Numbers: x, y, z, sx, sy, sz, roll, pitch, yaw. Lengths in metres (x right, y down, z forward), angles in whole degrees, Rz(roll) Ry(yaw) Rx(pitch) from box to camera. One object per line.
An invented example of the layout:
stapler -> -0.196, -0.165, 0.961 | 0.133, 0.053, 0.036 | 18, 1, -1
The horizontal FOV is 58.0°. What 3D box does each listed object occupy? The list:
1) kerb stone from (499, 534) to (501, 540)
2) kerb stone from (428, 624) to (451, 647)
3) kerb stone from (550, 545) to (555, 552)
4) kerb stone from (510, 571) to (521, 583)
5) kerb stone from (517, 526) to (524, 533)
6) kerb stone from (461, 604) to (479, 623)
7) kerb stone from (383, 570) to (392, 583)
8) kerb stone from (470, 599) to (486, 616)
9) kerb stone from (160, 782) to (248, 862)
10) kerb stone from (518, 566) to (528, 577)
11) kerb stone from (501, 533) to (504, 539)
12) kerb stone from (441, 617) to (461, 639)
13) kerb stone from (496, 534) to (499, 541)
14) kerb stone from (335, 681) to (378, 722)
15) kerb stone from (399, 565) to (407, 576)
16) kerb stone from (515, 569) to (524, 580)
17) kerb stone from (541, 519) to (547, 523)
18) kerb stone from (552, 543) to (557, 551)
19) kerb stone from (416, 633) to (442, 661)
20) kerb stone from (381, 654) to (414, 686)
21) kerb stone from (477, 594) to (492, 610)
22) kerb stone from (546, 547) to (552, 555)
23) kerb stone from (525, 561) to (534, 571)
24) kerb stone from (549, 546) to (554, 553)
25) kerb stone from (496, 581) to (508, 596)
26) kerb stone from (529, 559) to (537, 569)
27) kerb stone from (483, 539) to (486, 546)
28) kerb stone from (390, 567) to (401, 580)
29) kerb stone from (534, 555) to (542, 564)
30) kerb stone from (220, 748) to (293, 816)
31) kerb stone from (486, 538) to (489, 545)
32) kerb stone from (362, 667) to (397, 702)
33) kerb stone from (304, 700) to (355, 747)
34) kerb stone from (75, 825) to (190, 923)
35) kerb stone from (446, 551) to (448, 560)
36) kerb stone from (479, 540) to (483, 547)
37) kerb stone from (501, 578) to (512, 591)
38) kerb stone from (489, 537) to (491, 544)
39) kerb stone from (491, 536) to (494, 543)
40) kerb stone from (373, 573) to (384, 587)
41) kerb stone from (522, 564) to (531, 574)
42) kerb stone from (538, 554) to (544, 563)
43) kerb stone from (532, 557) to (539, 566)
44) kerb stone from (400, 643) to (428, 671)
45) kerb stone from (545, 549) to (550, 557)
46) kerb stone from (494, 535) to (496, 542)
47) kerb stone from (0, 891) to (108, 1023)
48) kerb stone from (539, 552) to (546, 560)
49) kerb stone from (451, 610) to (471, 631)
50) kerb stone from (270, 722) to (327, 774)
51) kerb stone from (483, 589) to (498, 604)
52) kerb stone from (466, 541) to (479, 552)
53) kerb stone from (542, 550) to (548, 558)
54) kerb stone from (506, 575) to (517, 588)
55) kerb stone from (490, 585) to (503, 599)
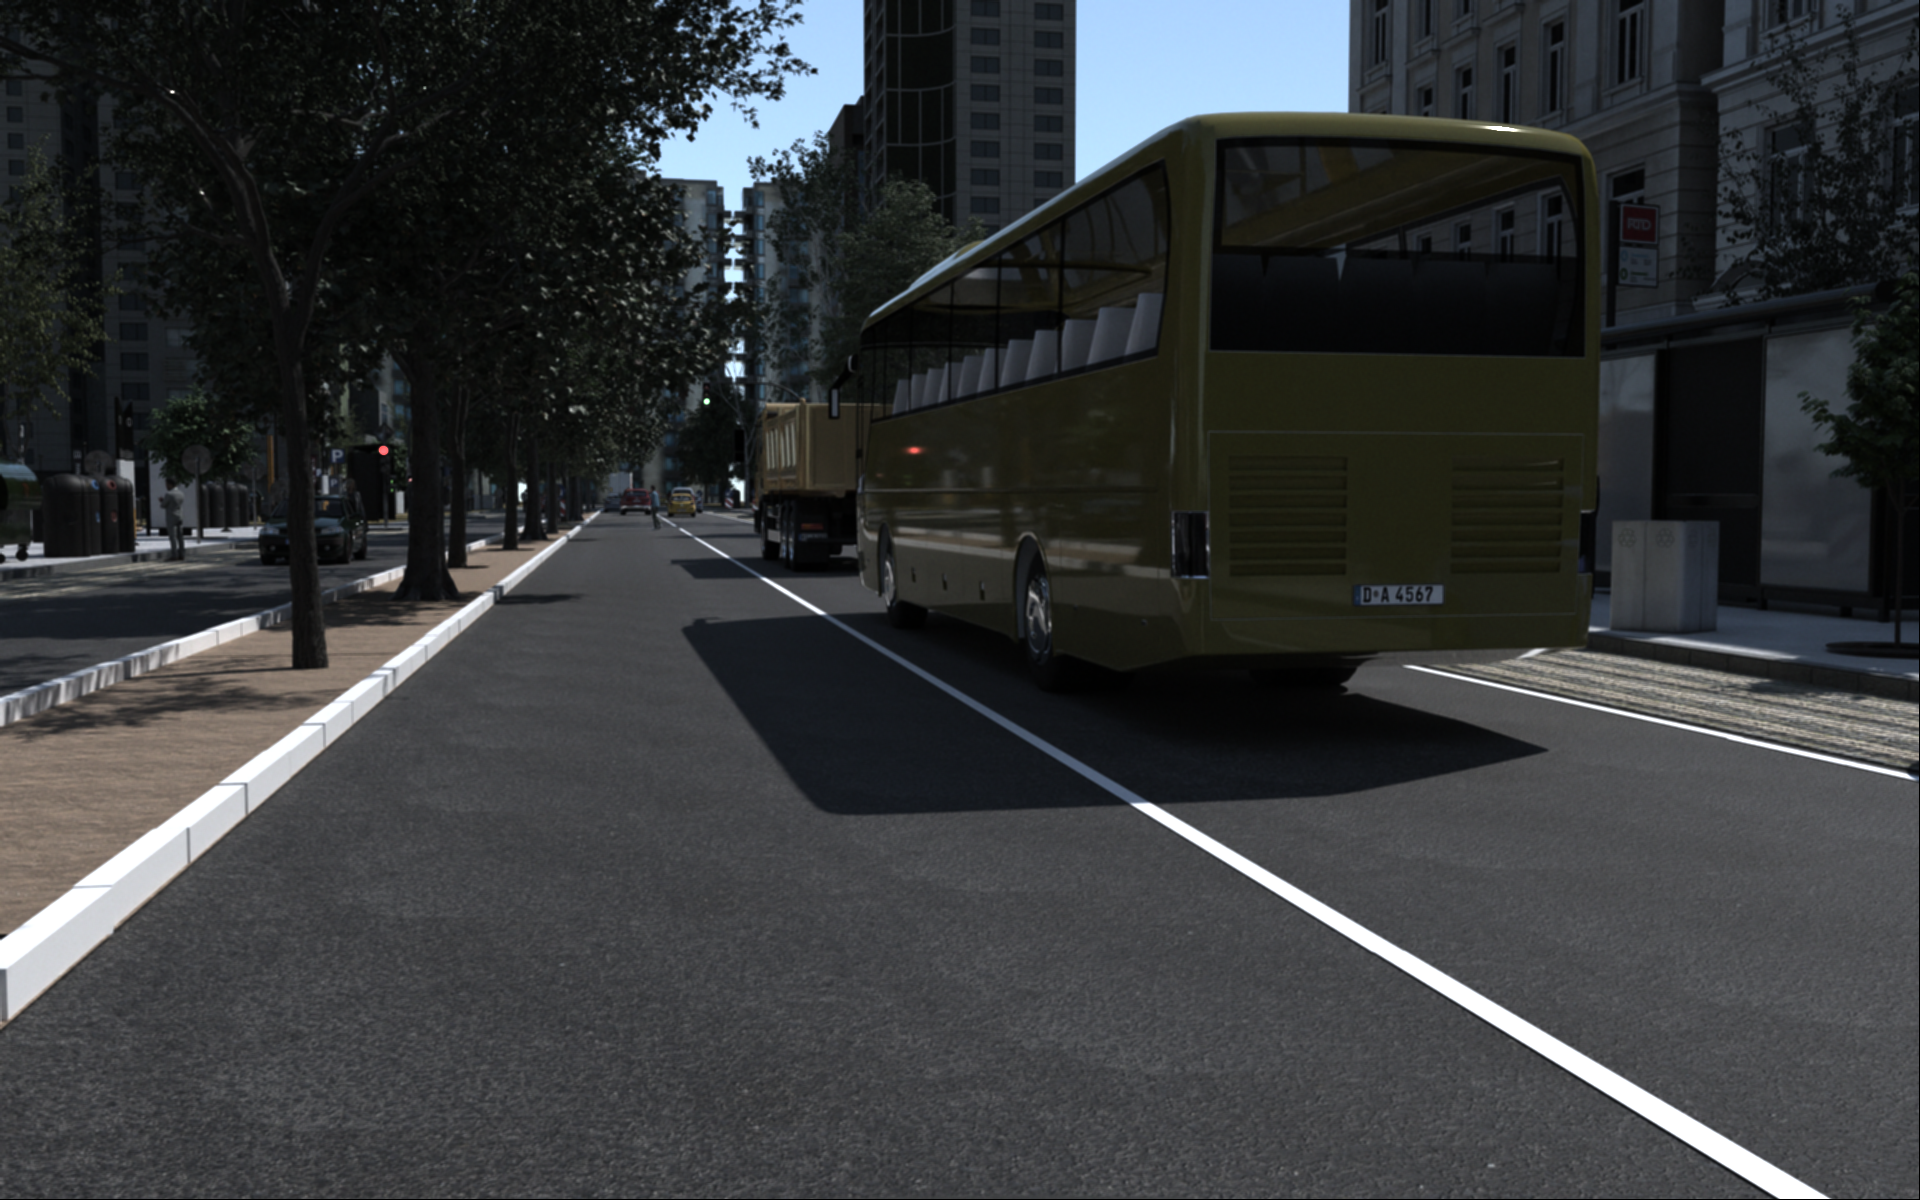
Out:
kerb stone -> -14.210, -1.885, 53.011 | 0.120, 0.150, 1.000 | -1, 4, -11
kerb stone -> -4.906, 0.364, 16.243 | 0.120, 0.150, 1.000 | -1, 4, -11
kerb stone -> -9.809, -1.174, 41.388 | 0.120, 0.150, 1.000 | -1, 4, -11
kerb stone -> -7.055, -0.312, 27.299 | 0.120, 0.150, 1.000 | -1, 4, -11
kerb stone -> -16.965, -2.745, 67.079 | 0.120, 0.150, 1.000 | -1, 4, -11
kerb stone -> -5.485, 0.180, 19.258 | 0.120, 0.150, 1.000 | -1, 4, -11
kerb stone -> -9.311, -0.342, 27.867 | 0.120, 0.150, 1.000 | -1, 4, -11
kerb stone -> -5.682, 0.120, 20.266 | 0.120, 0.150, 1.000 | -1, 4, -11
kerb stone -> -3.128, 0.923, 7.166 | 0.120, 0.150, 1.000 | -1, 4, -11
kerb stone -> -7.453, -0.436, 29.321 | 0.120, 0.150, 1.000 | -1, 4, -11
kerb stone -> -14.411, -1.946, 54.013 | 0.120, 0.150, 1.000 | -1, 4, -11
kerb stone -> -5.099, 0.303, 17.246 | 0.120, 0.150, 1.000 | -1, 4, -11
kerb stone -> -14.020, -1.823, 52.007 | 0.120, 0.150, 1.000 | -1, 4, -11
kerb stone -> -3.915, 0.672, 11.205 | 0.120, 0.150, 1.000 | -1, 4, -11
kerb stone -> -9.705, -0.467, 29.873 | 0.120, 0.150, 1.000 | -1, 4, -11
kerb stone -> -7.255, -0.374, 28.318 | 0.120, 0.150, 1.000 | -1, 4, -11
kerb stone -> -20.797, -3.950, 86.770 | 0.120, 0.150, 1.000 | -1, 4, -11
kerb stone -> -10.000, -1.235, 42.392 | 0.120, 0.150, 1.000 | -1, 4, -11
kerb stone -> -4.700, 0.429, 15.242 | 0.120, 0.150, 1.000 | -1, 4, -11
kerb stone -> -4.307, 0.550, 13.215 | 0.120, 0.150, 1.000 | -1, 4, -11
kerb stone -> -5.875, 0.057, 21.270 | 0.120, 0.150, 1.000 | -1, 4, -11
kerb stone -> -9.414, -1.051, 39.375 | 0.120, 0.150, 1.000 | -1, 4, -11
kerb stone -> -7.839, -0.559, 31.328 | 0.120, 0.150, 1.000 | -1, 4, -11
kerb stone -> -9.611, -1.112, 40.381 | 0.120, 0.150, 1.000 | -1, 4, -11
kerb stone -> -6.464, -0.128, 24.290 | 0.120, 0.150, 1.000 | -1, 4, -11
kerb stone -> -8.036, -0.619, 32.331 | 0.120, 0.150, 1.000 | -1, 4, -11
kerb stone -> -13.030, -1.516, 46.988 | 0.120, 0.150, 1.000 | -1, 4, -11
kerb stone -> -9.491, -0.408, 28.873 | 0.120, 0.150, 1.000 | -1, 4, -11
kerb stone -> -8.431, -0.743, 34.351 | 0.120, 0.150, 1.000 | -1, 4, -11
kerb stone -> -3.322, 0.857, 8.180 | 0.120, 0.150, 1.000 | -1, 4, -11
kerb stone -> -13.235, -1.577, 47.991 | 0.120, 0.150, 1.000 | -1, 4, -11
kerb stone -> -4.113, 0.614, 12.208 | 0.120, 0.150, 1.000 | -1, 4, -11
kerb stone -> -3.717, 0.735, 10.196 | 0.120, 0.150, 1.000 | -1, 4, -11
kerb stone -> -2.936, 0.981, 6.162 | 0.120, 0.150, 1.000 | -1, 4, -11
kerb stone -> -11.467, -1.015, 38.924 | 0.120, 0.150, 1.000 | -1, 4, -11
kerb stone -> -12.841, -1.453, 45.975 | 0.120, 0.150, 1.000 | -1, 4, -11
kerb stone -> -6.667, -0.189, 25.292 | 0.120, 0.150, 1.000 | -1, 4, -11
kerb stone -> -13.429, -1.639, 48.999 | 0.120, 0.150, 1.000 | -1, 4, -11
kerb stone -> -13.623, -1.701, 50.002 | 0.120, 0.150, 1.000 | -1, 4, -11
kerb stone -> -9.107, -0.286, 26.866 | 0.120, 0.150, 1.000 | -1, 4, -11
kerb stone -> -7.651, -0.497, 30.323 | 0.120, 0.150, 1.000 | -1, 4, -11
kerb stone -> -8.637, -0.805, 35.359 | 0.120, 0.150, 1.000 | -1, 4, -11
kerb stone -> -8.238, -0.677, 33.344 | 0.120, 0.150, 1.000 | -1, 4, -11
kerb stone -> -4.506, 0.492, 14.223 | 0.120, 0.150, 1.000 | -1, 4, -11
kerb stone -> -9.222, -0.989, 38.371 | 0.120, 0.150, 1.000 | -1, 4, -11
kerb stone -> -13.829, -1.762, 51.003 | 0.120, 0.150, 1.000 | -1, 4, -11
kerb stone -> -2.731, 1.042, 5.161 | 0.120, 0.150, 1.000 | -1, 4, -11
kerb stone -> -8.822, -0.867, 36.364 | 0.120, 0.150, 1.000 | -1, 4, -11
kerb stone -> -5.289, 0.241, 18.255 | 0.120, 0.150, 1.000 | -1, 4, -11
kerb stone -> -3.524, 0.805, 9.191 | 0.120, 0.150, 1.000 | -1, 4, -11
kerb stone -> -6.078, -0.005, 22.271 | 0.120, 0.150, 1.000 | -1, 4, -11
kerb stone -> -12.647, -1.389, 44.969 | 0.120, 0.150, 1.000 | -1, 4, -11
kerb stone -> -9.025, -0.928, 37.368 | 0.120, 0.150, 1.000 | -1, 4, -11
kerb stone -> -6.858, -0.250, 26.296 | 0.120, 0.150, 1.000 | -1, 4, -11
kerb stone -> -6.279, -0.066, 23.280 | 0.120, 0.150, 1.000 | -1, 4, -11
